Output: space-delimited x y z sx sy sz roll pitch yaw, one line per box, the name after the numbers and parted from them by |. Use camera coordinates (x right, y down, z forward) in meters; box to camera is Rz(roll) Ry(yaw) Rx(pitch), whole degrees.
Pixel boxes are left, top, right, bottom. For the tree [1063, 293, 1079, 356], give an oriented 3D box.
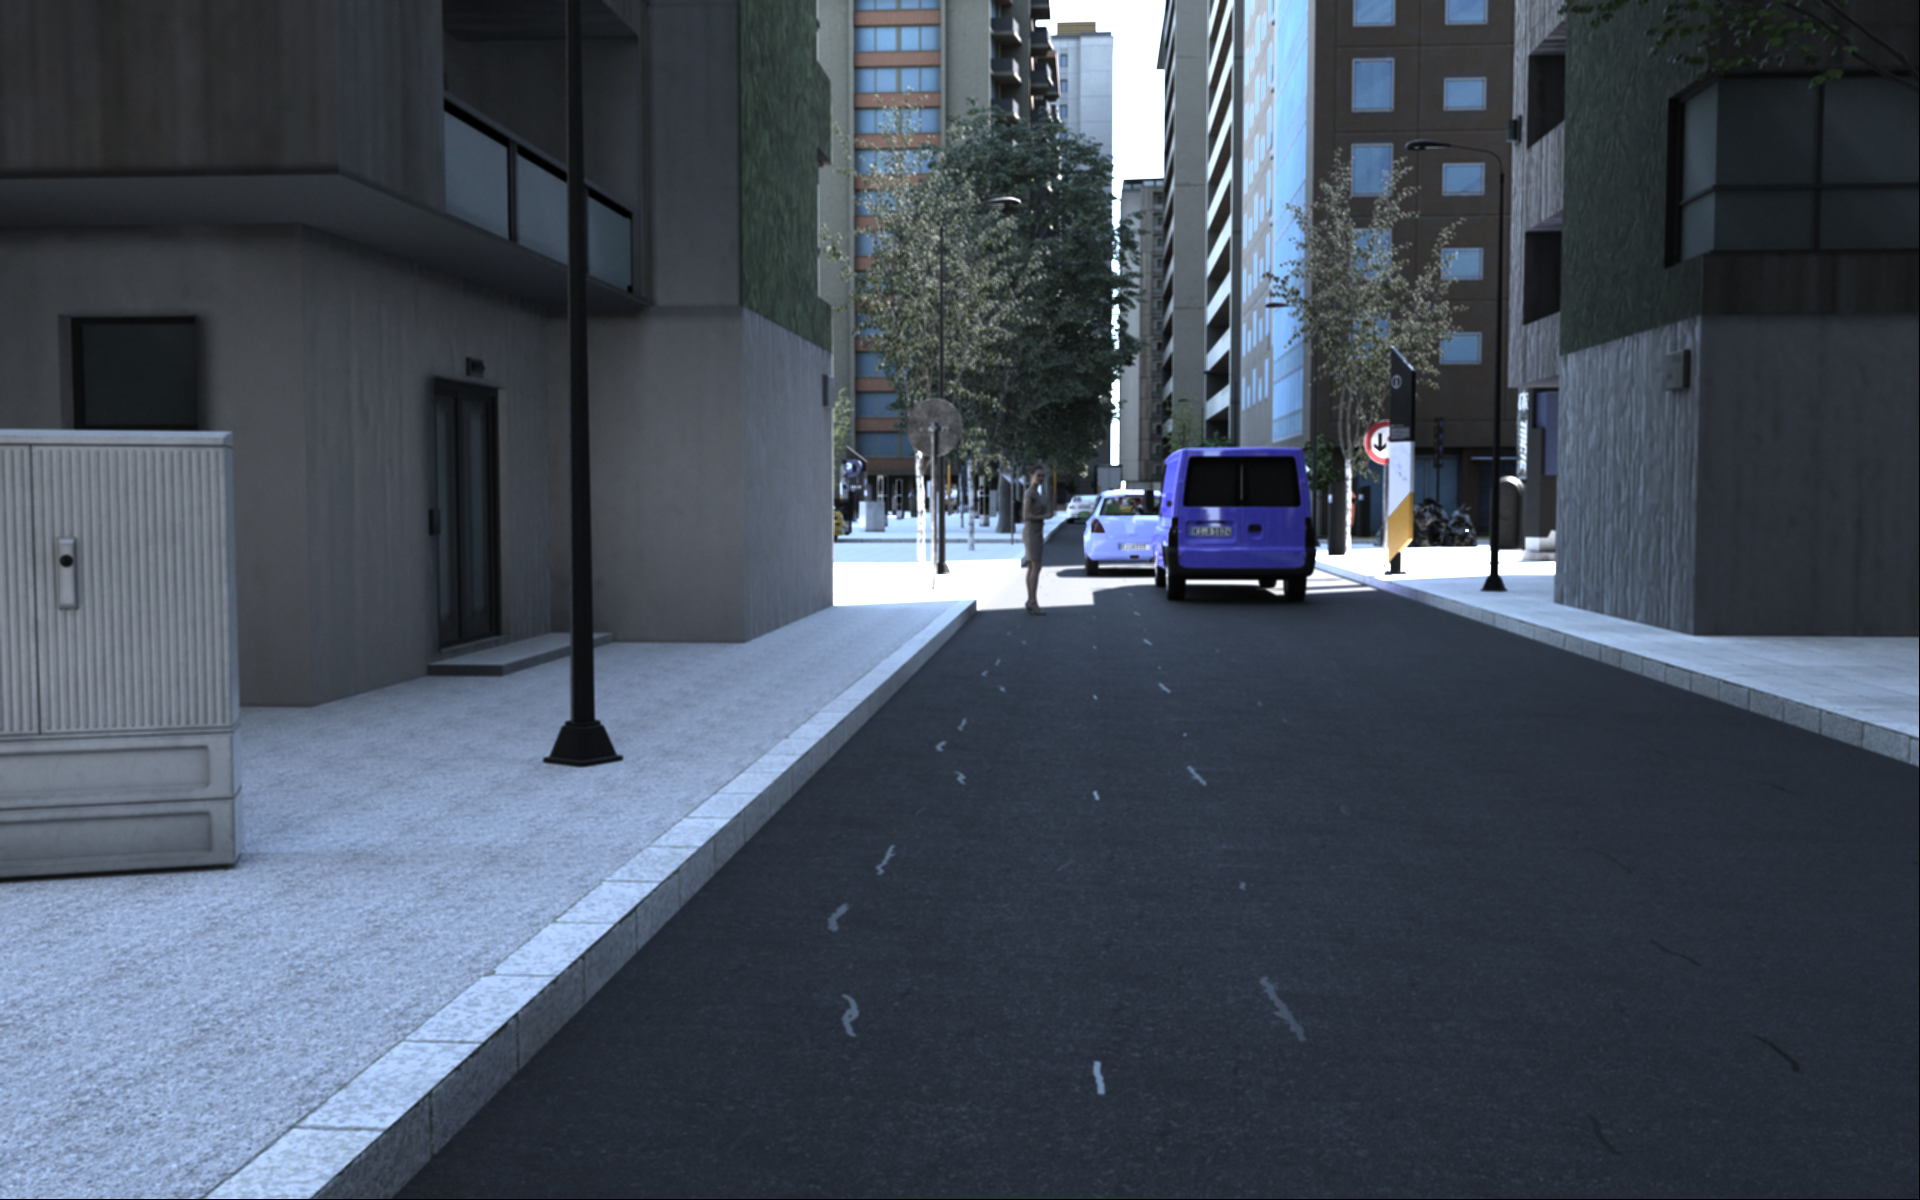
0.331 -5.412 38.853 4.360 8.622 3.978 0 3 0 | tree

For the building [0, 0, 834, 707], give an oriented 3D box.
-8.977 -20.117 12.505 14.154 41.232 14.086 0 4 4 | building

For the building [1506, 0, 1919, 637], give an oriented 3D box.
14.162 -15.250 21.037 14.160 30.474 14.107 0 4 4 | building

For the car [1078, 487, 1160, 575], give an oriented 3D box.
3.137 -1.357 31.785 1.945 1.707 3.694 0 4 3 | car

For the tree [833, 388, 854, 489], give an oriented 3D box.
-8.772 -9.993 113.748 4.737 8.622 4.395 0 3 0 | tree

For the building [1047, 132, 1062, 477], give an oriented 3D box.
4.331 -31.217 193.996 14.086 41.232 14.154 0 4 4 | building

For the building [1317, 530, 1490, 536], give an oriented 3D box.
18.204 -24.920 57.552 14.200 45.320 14.600 0 4 4 | building

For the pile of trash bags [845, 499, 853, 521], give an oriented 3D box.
-6.757 -4.463 82.714 1.912 1.369 3.447 3 5 42 | pile of trash bags

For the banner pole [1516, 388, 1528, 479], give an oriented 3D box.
11.655 -2.786 35.572 0.401 3.779 0.863 -1 4 -15 | banner pole

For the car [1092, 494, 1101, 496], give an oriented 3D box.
10.868 -7.620 136.594 2.014 1.417 4.499 0 4 3 | car

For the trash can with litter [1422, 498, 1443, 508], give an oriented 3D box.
13.793 -2.364 50.031 1.055 1.170 0.624 -2 4 -24 | trash can with litter

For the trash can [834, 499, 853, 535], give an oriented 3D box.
-3.693 -2.606 54.265 0.748 1.137 0.748 0 3 0 | trash can

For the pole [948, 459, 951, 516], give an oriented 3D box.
-0.627 -6.611 101.926 0.158 3.312 0.155 0 3 0 | pole

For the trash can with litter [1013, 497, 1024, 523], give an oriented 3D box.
2.618 -3.945 75.891 1.055 1.170 0.624 -1 4 -14 | trash can with litter

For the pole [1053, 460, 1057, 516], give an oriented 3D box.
5.461 -6.458 99.430 0.158 3.312 0.155 0 3 0 | pole

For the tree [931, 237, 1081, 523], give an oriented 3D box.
2.470 -9.741 77.398 7.486 12.596 7.792 0 3 0 | tree

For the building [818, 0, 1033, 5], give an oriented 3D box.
-3.730 -29.747 140.986 22.147 44.769 28.867 0 4 4 | building

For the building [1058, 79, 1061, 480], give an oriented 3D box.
-1.353 -31.523 170.022 22.147 44.769 28.867 0 4 4 | building

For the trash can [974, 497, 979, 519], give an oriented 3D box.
0.842 -4.847 90.899 0.748 1.137 0.748 0 3 0 | trash can

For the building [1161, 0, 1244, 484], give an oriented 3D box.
27.121 -31.367 136.556 21.300 48.544 21.600 0 4 4 | building

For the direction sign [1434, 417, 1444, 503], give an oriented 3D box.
14.171 -3.629 51.331 0.379 3.537 0.876 0 4 0 | direction sign

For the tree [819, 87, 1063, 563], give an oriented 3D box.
-0.662 -4.975 31.710 4.360 8.622 3.978 0 3 0 | tree

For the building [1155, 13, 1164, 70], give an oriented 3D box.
35.610 -36.422 184.740 28.713 52.752 27.495 0 4 4 | building

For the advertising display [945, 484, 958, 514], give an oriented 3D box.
-0.565 -6.467 110.951 0.974 1.923 0.123 2 4 24 | advertising display

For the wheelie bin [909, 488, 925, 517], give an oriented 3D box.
-2.406 -5.333 95.097 0.980 1.594 0.693 -3 5 -44 | wheelie bin

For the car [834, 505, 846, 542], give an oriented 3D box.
-5.254 -2.381 49.149 3.980 1.641 2.015 0 4 5 | car

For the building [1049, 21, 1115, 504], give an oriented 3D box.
5.274 -41.505 220.602 28.212 58.520 21.231 0 4 4 | building

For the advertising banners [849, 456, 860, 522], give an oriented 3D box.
-4.778 -5.078 79.207 0.090 3.025 2.074 0 4 3 | advertising banners

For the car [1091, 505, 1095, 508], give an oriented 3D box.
6.108 -3.504 67.513 2.015 1.641 3.980 0 4 5 | car

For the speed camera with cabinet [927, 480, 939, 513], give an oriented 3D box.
-1.761 -7.428 115.787 0.660 3.252 2.038 1 4 10 | speed camera with cabinet

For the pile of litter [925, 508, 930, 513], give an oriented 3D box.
-2.008 -6.468 119.722 1.176 0.858 1.719 3 5 43 | pile of litter

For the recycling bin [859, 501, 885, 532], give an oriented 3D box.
-2.994 -2.840 58.984 0.722 1.027 0.722 -1 4 -21 | recycling bin

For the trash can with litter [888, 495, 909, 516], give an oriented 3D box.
-3.980 -5.519 101.298 2.233 1.210 1.678 3 5 41 | trash can with litter

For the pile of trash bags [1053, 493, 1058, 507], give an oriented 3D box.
5.071 -6.419 114.699 3.447 1.369 1.912 -3 4 -38 | pile of trash bags

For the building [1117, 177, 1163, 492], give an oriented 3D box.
26.888 -32.619 216.909 14.086 41.232 14.154 0 4 4 | building

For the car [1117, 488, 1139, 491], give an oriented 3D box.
11.366 -6.637 117.192 2.281 1.827 5.304 0 4 4 | car

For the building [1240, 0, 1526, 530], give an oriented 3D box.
19.717 -25.928 74.037 14.600 45.320 14.200 0 4 4 | building

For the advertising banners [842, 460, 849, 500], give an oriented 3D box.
-5.624 -5.694 89.286 0.090 3.025 2.074 1 4 22 | advertising banners

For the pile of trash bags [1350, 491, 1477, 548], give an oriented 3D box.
10.685 -1.978 42.088 3.447 1.369 1.912 -1 4 -9 | pile of trash bags

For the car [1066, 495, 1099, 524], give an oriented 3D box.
6.240 -4.466 85.380 2.083 1.381 4.827 0 4 6 | car

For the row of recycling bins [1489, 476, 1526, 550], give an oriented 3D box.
13.638 -1.965 39.239 1.069 1.692 3.534 -3 5 -43 | row of recycling bins
